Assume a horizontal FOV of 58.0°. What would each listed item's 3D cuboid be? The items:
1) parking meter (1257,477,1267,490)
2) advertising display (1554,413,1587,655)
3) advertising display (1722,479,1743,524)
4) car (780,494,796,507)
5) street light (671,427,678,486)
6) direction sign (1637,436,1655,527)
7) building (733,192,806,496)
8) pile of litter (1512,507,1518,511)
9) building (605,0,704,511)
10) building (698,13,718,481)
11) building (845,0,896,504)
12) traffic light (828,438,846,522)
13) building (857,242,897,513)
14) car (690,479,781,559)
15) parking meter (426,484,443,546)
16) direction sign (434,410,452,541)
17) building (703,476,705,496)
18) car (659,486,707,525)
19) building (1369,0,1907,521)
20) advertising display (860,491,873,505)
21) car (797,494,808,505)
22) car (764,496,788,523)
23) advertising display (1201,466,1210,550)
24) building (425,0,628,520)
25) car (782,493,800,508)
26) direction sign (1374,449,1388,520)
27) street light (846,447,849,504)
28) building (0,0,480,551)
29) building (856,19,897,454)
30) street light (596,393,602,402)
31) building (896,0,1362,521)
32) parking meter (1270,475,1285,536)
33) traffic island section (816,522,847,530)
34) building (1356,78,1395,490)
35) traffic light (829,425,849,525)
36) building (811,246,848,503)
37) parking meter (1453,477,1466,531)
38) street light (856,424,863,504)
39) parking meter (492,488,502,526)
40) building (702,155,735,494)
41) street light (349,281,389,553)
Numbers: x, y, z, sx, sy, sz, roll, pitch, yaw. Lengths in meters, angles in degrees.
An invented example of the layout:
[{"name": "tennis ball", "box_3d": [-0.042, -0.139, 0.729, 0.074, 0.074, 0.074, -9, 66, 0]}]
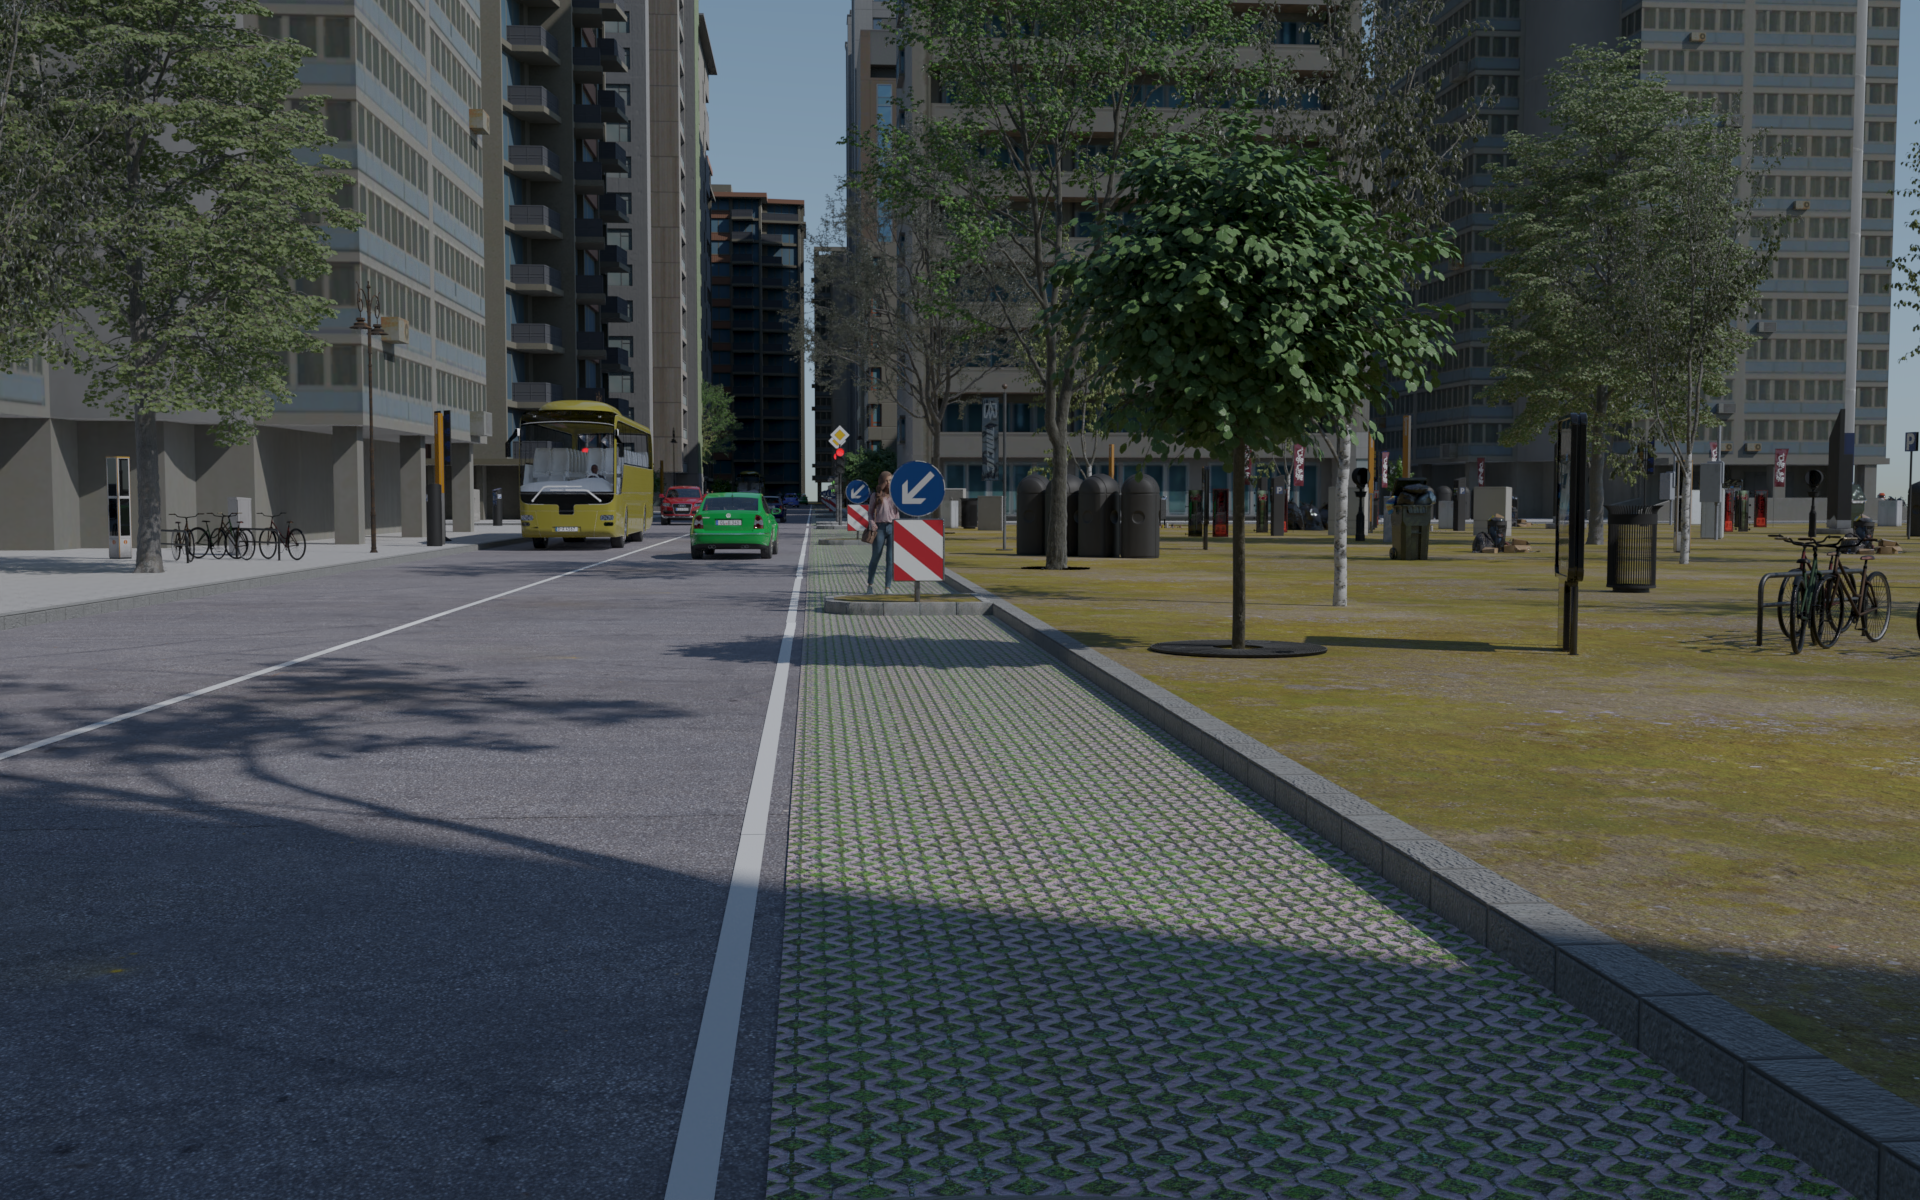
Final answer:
[{"name": "parking meter", "box_3d": [10.449, -3.315, 59.910, 0.255, 1.863, 0.399, -1, 4, -10]}, {"name": "advertising display", "box_3d": [4.984, -0.547, 14.164, 0.123, 1.923, 0.974, 1, 4, 13]}, {"name": "advertising display", "box_3d": [32.962, -4.218, 74.179, 0.974, 1.923, 0.123, 3, 4, 36]}, {"name": "car", "box_3d": [-19.046, -11.103, 191.319, 2.009, 1.686, 4.222, 0, 4, -4]}, {"name": "street light", "box_3d": [-19.631, -8.937, 118.904, 0.468, 5.910, 1.993, 0, 4, -5]}, {"name": "direction sign", "box_3d": [27.072, -4.675, 68.441, 0.379, 3.537, 0.876, -2, 4, -25]}, {"name": "building", "box_3d": [-36.350, -36.248, 247.271, 28.867, 44.769, 22.147, 0, 4, -5]}, {"name": "pile of litter", "box_3d": [21.954, -3.310, 68.077, 1.176, 0.858, 1.719, 3, 4, 38]}, {"name": "building", "box_3d": [-26.862, -27.258, 129.262, 14.154, 41.232, 14.086, 0, 4, -5]}, {"name": "building", "box_3d": [-41.389, -36.689, 189.105, 28.713, 52.752, 27.495, 0, 4, -5]}, {"name": "building", "box_3d": [-3.552, -41.147, 214.749, 21.231, 58.520, 28.212, 0, 4, -5]}, {"name": "traffic light", "box_3d": [-5.600, -5.499, 78.824, 0.839, 4.253, 0.868, 0, 4, -5]}, {"name": "building", "box_3d": [6.239, -17.694, 134.328, 27.650, 21.520, 28.899, 0, 4, -5]}, {"name": "car", "box_3d": [-5.117, -1.885, 39.621, 1.959, 1.807, 4.718, 0, 4, -3]}, {"name": "parking meter", "box_3d": [-12.913, -2.087, 42.527, 0.372, 1.533, 0.369, 0, 3, 0]}, {"name": "direction sign", "box_3d": [-14.019, -3.364, 47.006, 0.379, 3.537, 0.876, -3, 5, -44]}, {"name": "building", "box_3d": [-40.841, -28.860, 163.747, 32.217, 40.220, 23.993, 0, 4, -5]}, {"name": "car", "box_3d": [-12.914, -4.432, 81.134, 2.281, 1.827, 5.304, 0, 4, -7]}, {"name": "building", "box_3d": [37.703, -24.807, 97.468, 23.993, 40.220, 32.217, 0, 4, -5]}, {"name": "advertising display", "box_3d": [-5.896, -6.348, 109.007, 0.974, 1.923, 0.123, 3, 4, 37]}, {"name": "car", "box_3d": [-20.661, -13.211, 224.799, 1.959, 1.807, 4.718, 0, 4, -7]}, {"name": "car", "box_3d": [-9.705, -4.610, 87.955, 1.945, 1.354, 3.894, 0, 4, -4]}, {"name": "advertising display", "box_3d": [5.675, -2.131, 40.052, 0.123, 1.923, 0.974, 0, 4, 5]}, {"name": "building", "box_3d": [-30.505, -27.043, 96.775, 22.147, 44.769, 28.867, 0, 4, -5]}, {"name": "car", "box_3d": [-17.834, -10.600, 182.907, 1.945, 1.707, 3.694, 0, 4, -4]}, {"name": "direction sign", "box_3d": [20.826, -5.766, 86.273, 0.876, 3.537, 0.379, 1, 4, 17]}, {"name": "street light", "box_3d": [-9.891, -11.036, 153.231, 0.468, 5.910, 1.993, 0, 4, -5]}, {"name": "building", "box_3d": [-27.204, -21.968, 51.063, 23.993, 40.220, 32.217, 0, 4, -5]}, {"name": "building", "box_3d": [-2.747, -31.536, 165.718, 14.600, 45.320, 14.200, 0, 4, -5]}, {"name": "street light", "box_3d": [-16.256, -6.444, 78.154, 0.468, 5.910, 1.993, 0, 4, -5]}, {"name": "building", "box_3d": [7.378, -28.541, 90.354, 21.600, 48.544, 21.300, 0, 4, -5]}, {"name": "parking meter", "box_3d": [9.696, -2.890, 52.967, 0.399, 1.863, 0.255, -1, 4, -12]}, {"name": "traffic island section", "box_3d": [-4.885, -2.979, 70.985, 2.009, 0.180, 2.903, 0, 4, -5]}, {"name": "building", "box_3d": [44.554, -38.518, 219.011, 27.495, 52.752, 28.713, 0, 4, -5]}, {"name": "traffic light", "box_3d": [-4.926, -5.012, 70.867, 0.839, 4.253, 0.868, 0, 4, -5]}, {"name": "building", "box_3d": [-9.822, -34.424, 254.706, 23.993, 40.220, 32.217, 0, 4, -5]}, {"name": "parking meter", "box_3d": [17.315, -3.325, 60.069, 0.399, 1.863, 0.255, -2, 4, -26]}, {"name": "street light", "box_3d": [-6.477, -8.522, 112.130, 0.468, 5.910, 1.993, 0, 4, -5]}, {"name": "parking meter", "box_3d": [-18.591, -3.742, 69.598, 0.372, 1.533, 0.369, 0, 3, 0]}, {"name": "building", "box_3d": [-43.588, -34.305, 215.505, 28.867, 44.769, 22.147, 0, 4, -5]}, {"name": "street light", "box_3d": [-12.816, -3.970, 37.694, 0.468, 5.910, 1.993, 0, 4, -5]}]
